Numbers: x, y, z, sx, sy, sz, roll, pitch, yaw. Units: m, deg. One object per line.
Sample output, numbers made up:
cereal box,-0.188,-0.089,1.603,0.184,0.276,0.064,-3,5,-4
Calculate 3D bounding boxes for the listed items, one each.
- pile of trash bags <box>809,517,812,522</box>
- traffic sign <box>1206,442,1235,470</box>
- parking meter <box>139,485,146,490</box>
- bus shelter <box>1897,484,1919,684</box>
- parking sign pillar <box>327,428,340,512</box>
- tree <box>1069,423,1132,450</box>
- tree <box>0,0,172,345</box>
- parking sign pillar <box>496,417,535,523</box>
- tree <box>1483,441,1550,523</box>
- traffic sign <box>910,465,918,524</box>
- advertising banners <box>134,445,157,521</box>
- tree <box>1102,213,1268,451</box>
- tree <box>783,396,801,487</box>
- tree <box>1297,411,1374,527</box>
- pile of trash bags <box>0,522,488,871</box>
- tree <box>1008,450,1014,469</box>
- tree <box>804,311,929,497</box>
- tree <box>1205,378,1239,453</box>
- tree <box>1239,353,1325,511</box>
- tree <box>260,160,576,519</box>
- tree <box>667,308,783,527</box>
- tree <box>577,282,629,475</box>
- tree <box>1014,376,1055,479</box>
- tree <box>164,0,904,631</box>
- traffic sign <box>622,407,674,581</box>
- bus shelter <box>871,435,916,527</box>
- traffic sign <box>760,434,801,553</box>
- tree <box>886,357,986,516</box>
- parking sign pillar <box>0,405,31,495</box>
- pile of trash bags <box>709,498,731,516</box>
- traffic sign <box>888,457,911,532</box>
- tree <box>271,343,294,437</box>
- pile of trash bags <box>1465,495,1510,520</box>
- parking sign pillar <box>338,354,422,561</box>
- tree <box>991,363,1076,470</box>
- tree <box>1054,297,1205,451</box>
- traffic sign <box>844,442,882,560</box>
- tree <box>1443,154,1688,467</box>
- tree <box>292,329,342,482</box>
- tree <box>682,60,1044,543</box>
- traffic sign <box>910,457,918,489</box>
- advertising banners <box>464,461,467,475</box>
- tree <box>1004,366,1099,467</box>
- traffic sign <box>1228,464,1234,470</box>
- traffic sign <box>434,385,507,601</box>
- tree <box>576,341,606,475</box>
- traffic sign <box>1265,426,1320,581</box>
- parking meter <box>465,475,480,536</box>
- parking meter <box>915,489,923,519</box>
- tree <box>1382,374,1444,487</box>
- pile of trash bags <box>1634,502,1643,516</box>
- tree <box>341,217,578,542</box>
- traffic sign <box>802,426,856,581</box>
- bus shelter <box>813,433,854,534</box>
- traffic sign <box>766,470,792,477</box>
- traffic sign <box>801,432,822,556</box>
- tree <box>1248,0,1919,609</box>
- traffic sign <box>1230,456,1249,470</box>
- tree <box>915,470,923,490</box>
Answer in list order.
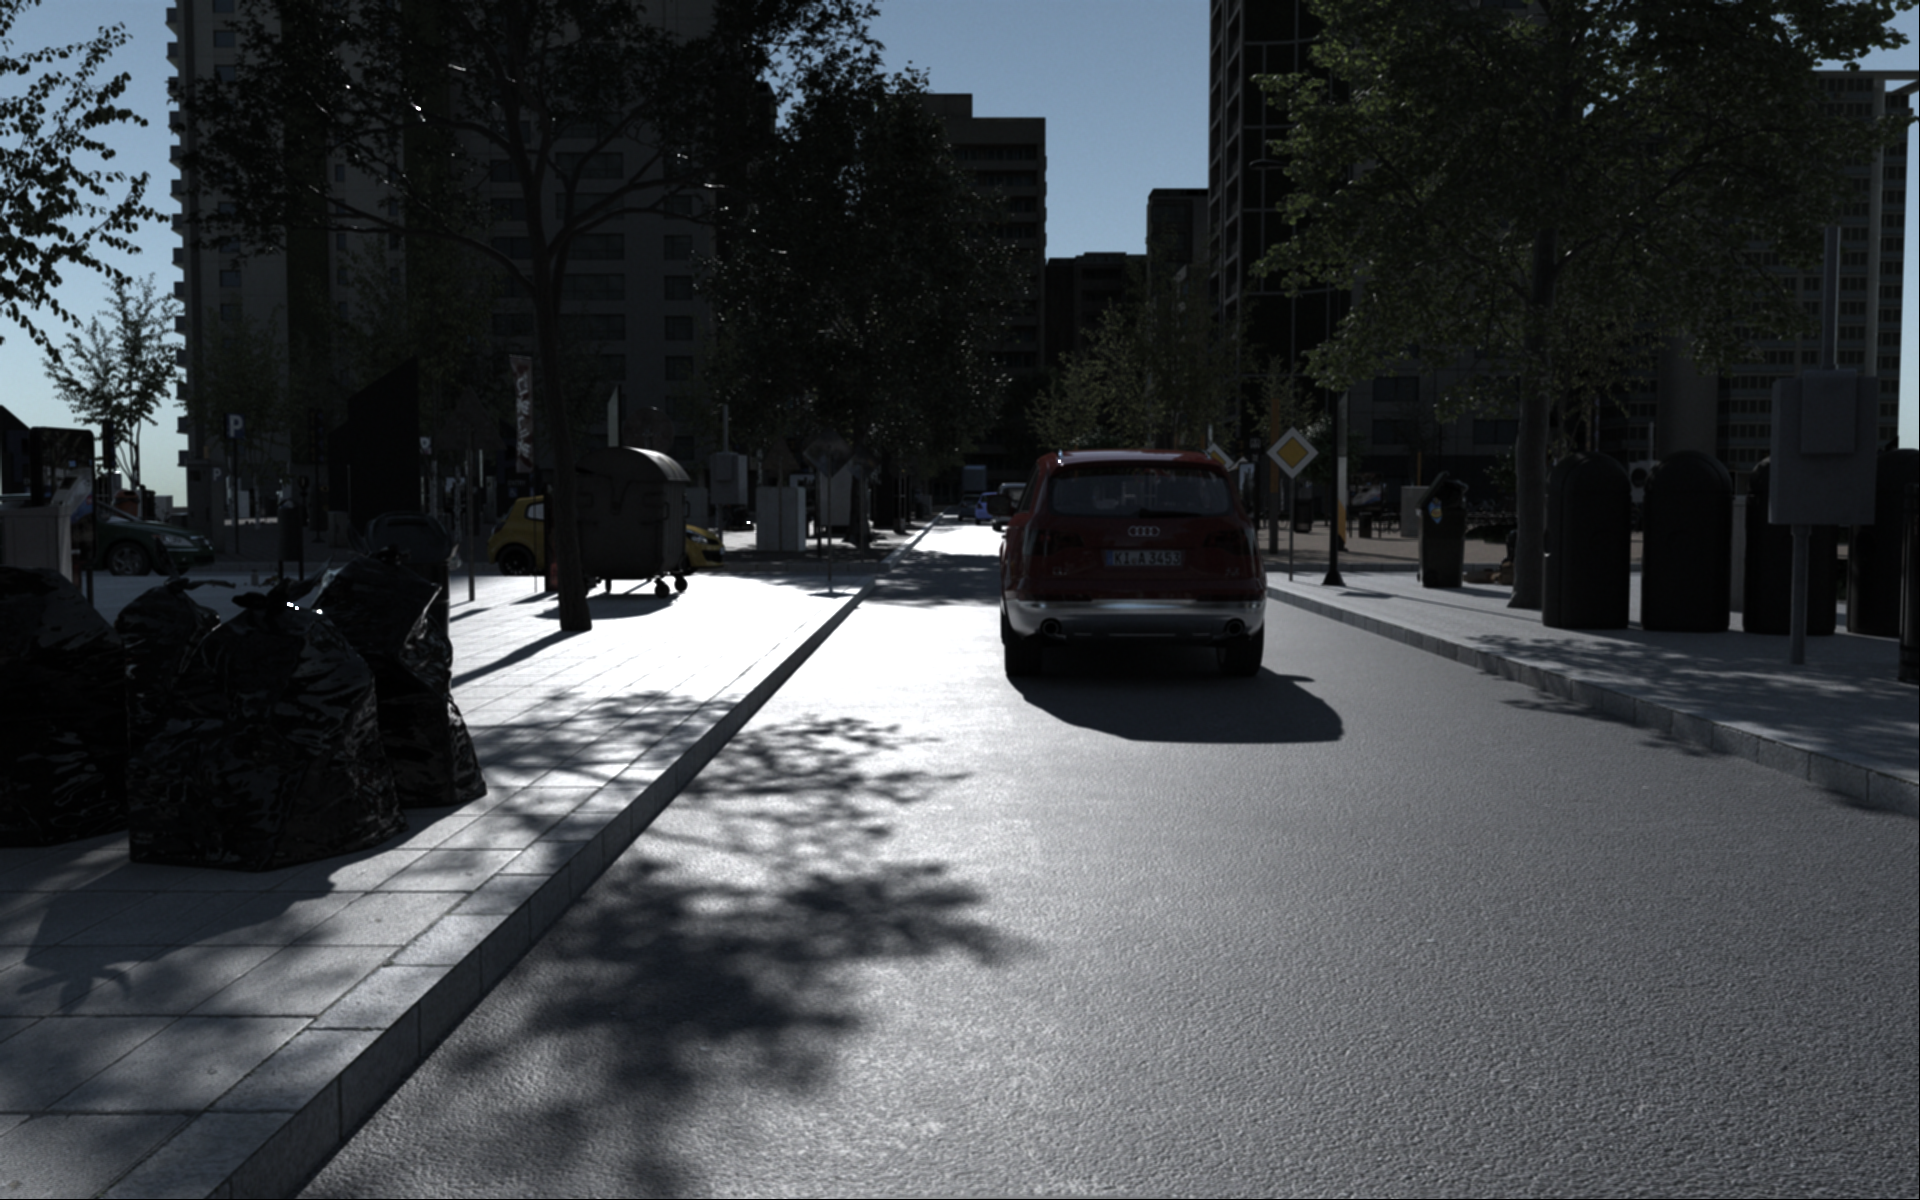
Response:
pile of trash bags,-6.757,-4.269,79.555,1.912,1.369,3.447,0,4,0
traffic sign,4.893,-1.823,33.449,0.795,2.450,0.064,0,4,0
parking meter,-50.677,-6.220,107.406,0.255,1.863,0.399,0,4,-5
bus shelter,6.608,-1.839,7.693,2.179,5.291,8.768,0,4,0
parking sign pillar,-18.536,-3.931,52.742,1.447,3.967,1.447,-1,4,-15
tree,6.458,-5.912,80.375,4.285,4.588,4.351,0,3,0
tree,-11.465,-4.238,19.662,4.737,8.622,4.395,0,3,0
parking sign pillar,-15.527,-4.404,60.477,1.447,3.967,1.447,1,4,15
tree,20.423,-4.233,63.810,1.663,3.219,1.824,0,3,0
traffic sign,-2.186,-4.588,75.127,0.768,2.556,0.104,0,4,5
advertising banners,-29.666,-4.088,63.020,0.090,3.025,2.074,0,4,-7
tree,5.952,-5.877,46.455,4.737,8.622,4.395,0,3,0
tree,-10.098,-8.458,88.644,4.737,8.622,4.395,0,3,0
tree,14.581,-5.178,68.374,4.285,4.588,4.351,0,3,0
pile of trash bags,-3.648,0.161,7.116,3.447,1.369,1.912,1,4,18
tree,6.830,-12.604,156.432,4.360,8.622,3.978,0,3,0
tree,-3.741,-6.965,64.237,4.360,8.622,3.978,0,3,0
tree,15.168,-9.539,106.322,4.360,8.622,3.978,0,3,0
tree,16.867,-8.556,90.249,4.360,8.622,3.978,0,3,0
tree,-11.753,-5.345,37.748,4.737,8.622,4.395,0,3,0
tree,-9.459,-7.155,67.349,4.737,8.622,4.395,0,3,0
tree,-12.698,-6.469,56.133,4.360,8.622,3.978,0,3,0
tree,5.473,-8.300,86.075,4.360,8.622,3.978,0,3,0
tree,-3.960,-4.996,16.095,7.601,10.594,8.767,1,4,9
traffic sign,-4.568,-1.546,25.381,0.768,2.556,0.104,0,4,2
bus shelter,-2.634,-4.864,70.806,1.731,3.624,6.357,0,4,0
traffic sign,-3.906,-2.304,37.670,0.884,2.594,0.081,0,4,3
tree,-2.157,-12.063,115.356,7.486,12.596,7.792,0,3,0
parking sign pillar,-28.729,-3.955,53.130,1.447,3.967,1.447,1,4,19
pile of trash bags,-15.328,-5.990,107.683,3.447,1.369,1.912,-3,5,-43
traffic sign,-2.019,-3.531,57.834,0.768,2.556,0.104,1,4,9
tree,-28.837,-7.788,77.690,4.360,8.622,3.978,0,3,0
pile of trash bags,25.708,-4.461,82.695,3.447,1.369,1.912,0,4,-6
parking sign pillar,-11.091,-2.748,33.407,1.447,3.967,1.447,-1,4,-15
tree,5.922,-12.921,137.021,9.928,11.665,9.643,0,3,0
tree,6.426,-7.032,65.327,4.360,8.622,3.978,0,3,0
traffic sign,-1.902,-1.825,33.485,0.795,2.450,0.064,0,4,0
tree,12.829,-5.257,36.320,4.360,8.622,3.978,0,3,0
tree,-19.256,-6.554,57.520,4.360,8.622,3.978,0,3,0
tree,-2.642,-7.868,45.653,9.611,12.733,9.660,0,3,0
traffic sign,-3.329,-5.981,91.658,2.265,3.308,0.079,0,4,3
advertising banners,-25.705,-5.815,91.265,0.090,3.025,2.074,-3,4,-36
tree,6.105,-11.679,125.369,8.767,10.594,7.601,-1,4,-22
traffic sign,8.905,-3.410,57.878,0.606,2.300,0.079,0,4,5
traffic sign,-5.870,-1.269,20.755,0.884,2.594,0.081,0,4,2
tree,-18.078,-7.907,79.645,4.737,8.622,4.395,0,3,0
traffic sign,4.874,-1.335,25.464,0.795,2.450,0.064,0,4,0
parking meter,-15.086,-2.929,53.603,0.255,1.863,0.399,2,4,30
parking meter,-2.140,-5.014,90.388,0.372,1.533,0.369,0,3,0
tree,28.129,-9.557,106.625,4.360,8.622,3.978,0,3,0
pile of trash bags,30.993,-4.107,76.896,1.912,1.369,3.447,1,4,12
tree,-13.371,-5.877,46.455,4.360,8.622,3.978,0,3,0
traffic sign,-1.920,-1.337,25.500,0.795,2.450,0.064,0,4,0
bus shelter,-3.995,-3.965,58.759,2.014,3.302,5.546,0,3,0
traffic sign,-5.714,-3.364,54.997,0.884,2.594,0.081,0,4,1
traffic sign,-2.904,-2.176,35.676,0.768,2.556,0.104,1,4,8
tree,6.846,-6.190,19.331,7.486,12.596,7.792,0,3,0
traffic sign,8.580,-3.144,52.586,0.795,2.450,0.064,0,4,4
tree,-3.258,-11.394,136.655,4.737,8.622,4.395,0,3,0
